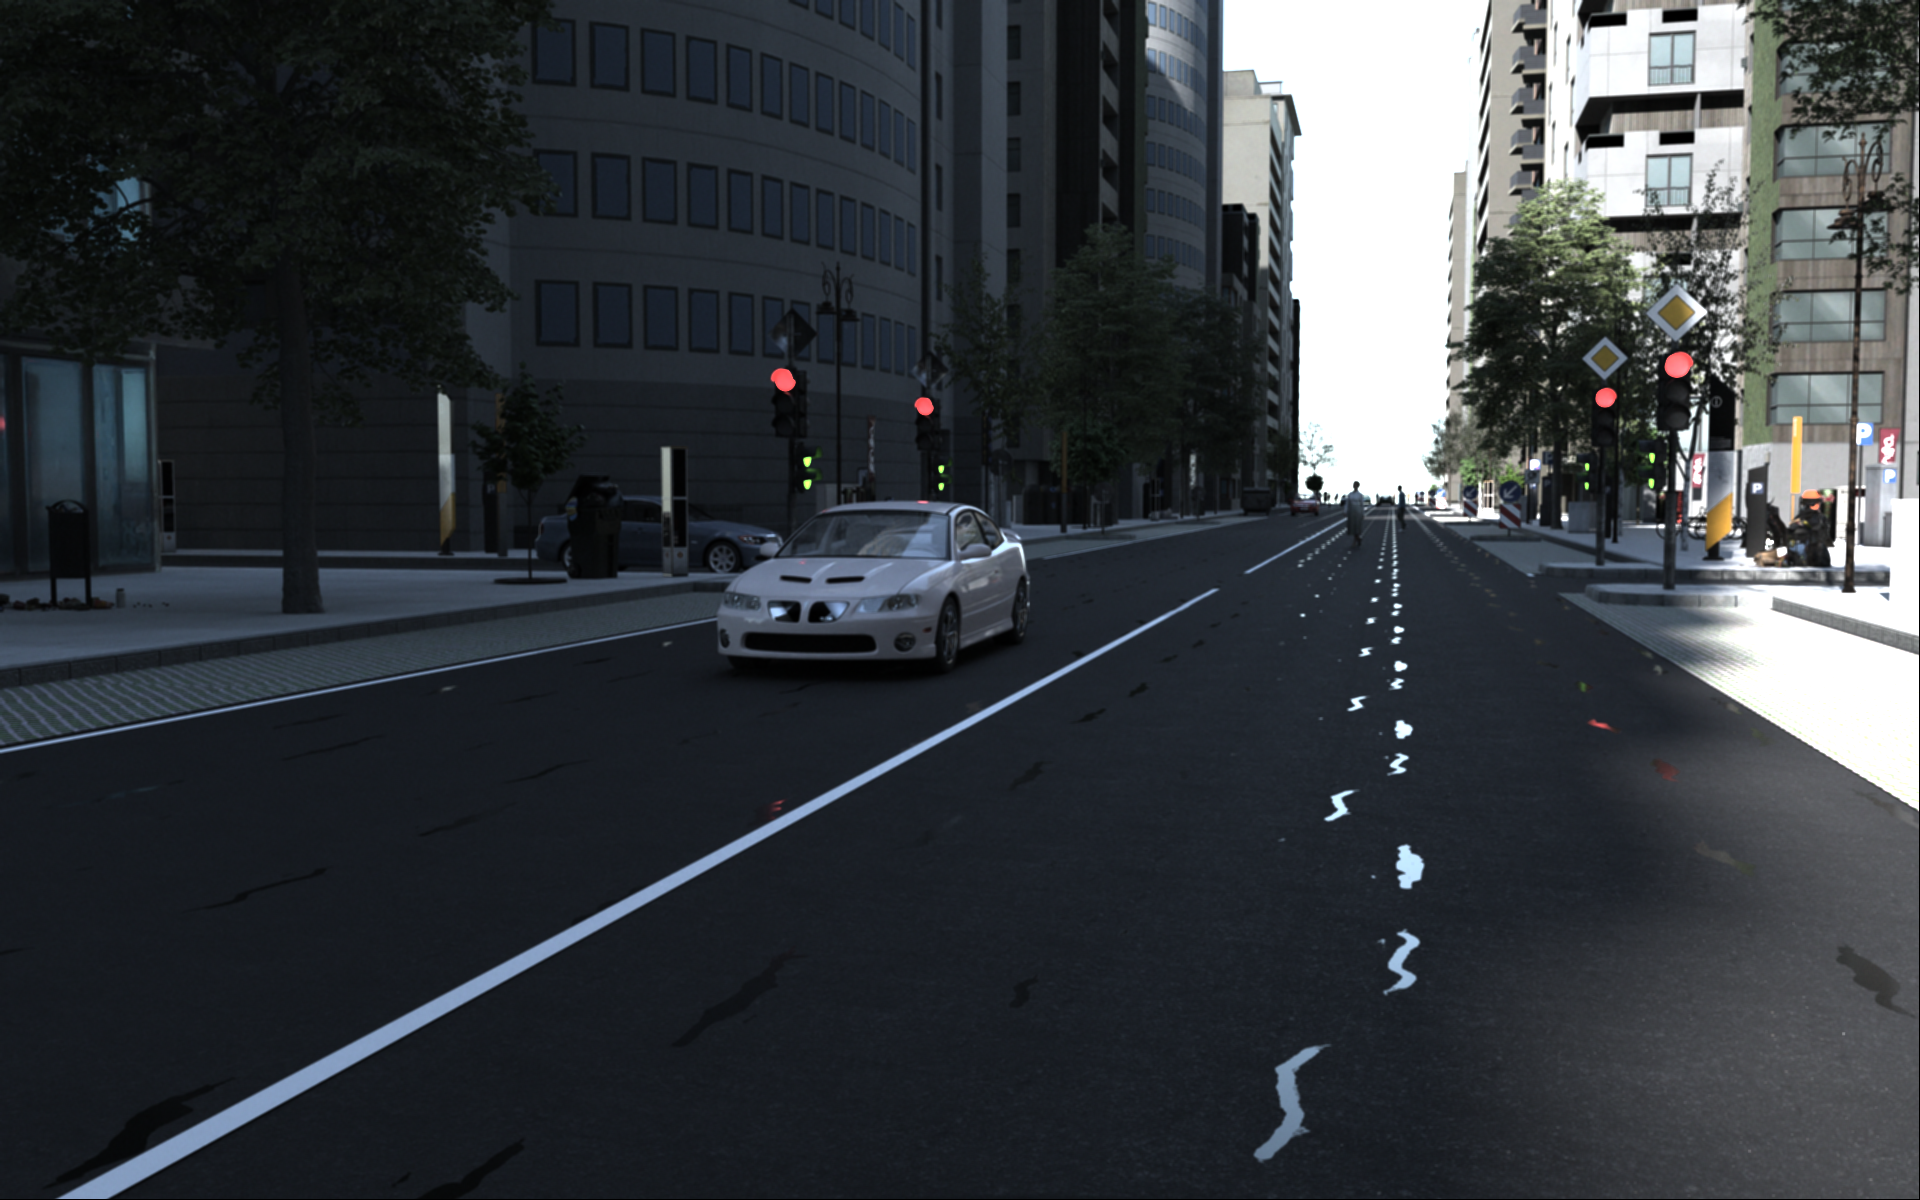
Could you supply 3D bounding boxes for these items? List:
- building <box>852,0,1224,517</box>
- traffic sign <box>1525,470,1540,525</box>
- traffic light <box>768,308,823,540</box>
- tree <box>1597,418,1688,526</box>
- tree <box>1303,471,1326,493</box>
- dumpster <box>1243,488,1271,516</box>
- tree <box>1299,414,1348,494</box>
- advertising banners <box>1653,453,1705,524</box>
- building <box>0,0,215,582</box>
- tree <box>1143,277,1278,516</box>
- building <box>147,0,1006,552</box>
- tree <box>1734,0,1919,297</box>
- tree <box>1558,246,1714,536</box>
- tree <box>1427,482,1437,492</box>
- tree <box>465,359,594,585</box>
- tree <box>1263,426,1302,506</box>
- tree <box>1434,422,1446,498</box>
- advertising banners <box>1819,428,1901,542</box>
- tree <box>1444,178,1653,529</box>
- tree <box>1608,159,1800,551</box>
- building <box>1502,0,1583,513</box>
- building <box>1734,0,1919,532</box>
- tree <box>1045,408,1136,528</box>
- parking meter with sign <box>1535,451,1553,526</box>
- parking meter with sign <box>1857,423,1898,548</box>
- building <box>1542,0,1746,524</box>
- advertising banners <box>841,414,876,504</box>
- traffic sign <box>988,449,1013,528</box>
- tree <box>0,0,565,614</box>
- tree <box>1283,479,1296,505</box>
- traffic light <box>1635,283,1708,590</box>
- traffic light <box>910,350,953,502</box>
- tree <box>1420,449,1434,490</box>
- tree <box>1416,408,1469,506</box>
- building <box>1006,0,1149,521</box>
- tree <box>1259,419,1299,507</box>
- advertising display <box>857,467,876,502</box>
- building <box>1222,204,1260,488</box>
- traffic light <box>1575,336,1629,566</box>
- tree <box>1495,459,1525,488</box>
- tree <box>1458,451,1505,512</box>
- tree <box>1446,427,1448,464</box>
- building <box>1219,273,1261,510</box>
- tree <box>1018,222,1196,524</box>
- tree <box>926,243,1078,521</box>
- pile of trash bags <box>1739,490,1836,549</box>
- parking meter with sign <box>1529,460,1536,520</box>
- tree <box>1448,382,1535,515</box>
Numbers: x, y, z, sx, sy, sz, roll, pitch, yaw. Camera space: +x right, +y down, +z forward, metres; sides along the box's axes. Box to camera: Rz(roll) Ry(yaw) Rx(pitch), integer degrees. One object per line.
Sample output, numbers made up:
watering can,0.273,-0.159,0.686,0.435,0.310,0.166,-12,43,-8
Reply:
building,6.858,-35.568,123.533,21.231,58.520,28.212,1,4,14
traffic sign,23.672,-4.256,71.718,0.606,2.300,0.079,1,4,15
traffic light,-2.528,-2.278,26.166,0.839,4.253,0.868,1,4,14
tree,27.532,-5.276,69.980,4.285,4.588,4.351,0,3,0
tree,51.519,-16.372,251.392,4.285,4.588,4.351,0,3,0
dumpster,19.669,-6.517,114.760,1.865,1.857,1.264,1,4,14
tree,53.426,-21.509,262.034,12.009,13.543,11.850,0,3,0
advertising banners,31.072,-4.809,74.809,2.074,3.025,0.090,0,4,7
building,-27.777,-24.536,20.772,30.456,49.044,23.786,1,4,14
tree,13.336,-11.915,101.468,9.857,13.997,8.962,0,3,0
building,-11.852,-31.151,51.319,21.231,58.520,28.212,1,4,14
tree,10.622,-4.898,14.495,8.767,10.594,7.601,2,4,28
tree,20.275,-6.233,52.280,4.737,8.622,4.395,0,3,0
tree,67.521,-15.467,247.480,1.663,3.219,1.824,0,3,0
tree,-6.353,-1.859,24.989,1.663,3.219,1.824,0,3,0
tree,33.684,-14.190,182.363,4.737,8.622,4.395,0,3,0
tree,39.072,-11.207,133.593,4.360,8.622,3.978,0,3,0
advertising banners,23.785,-3.041,45.911,2.074,3.025,0.090,0,4,8
tree,21.441,-8.862,63.018,7.486,12.596,7.792,0,3,0
tree,16.639,-5.437,39.265,4.360,8.622,3.978,0,3,0
building,50.623,-28.603,122.276,22.147,44.769,28.867,1,4,14
building,33.657,-17.504,57.886,14.160,30.474,14.107,1,4,14
tree,4.962,-5.031,65.963,4.285,4.588,4.351,0,3,0
parking meter with sign,23.606,-4.486,69.612,0.543,3.016,1.738,2,4,23
parking meter with sign,22.143,-2.777,41.665,0.543,3.016,1.738,0,4,-4
building,44.157,-30.342,85.334,28.713,52.752,27.495,1,4,14
advertising banners,-2.167,-2.532,37.584,0.090,3.025,2.074,1,4,17
traffic sign,1.120,-2.970,48.668,0.768,2.556,0.104,1,4,23
tree,-7.278,-6.106,17.965,7.486,12.596,7.792,0,3,0
tree,38.835,-12.900,205.513,1.663,3.219,1.824,0,3,0
traffic light,9.518,-2.096,23.184,0.839,4.253,0.868,1,4,14
traffic light,-0.593,-2.752,33.914,0.839,4.253,0.868,1,4,14
tree,59.372,-16.103,213.646,4.360,8.622,3.978,0,3,0
tree,53.217,-15.462,187.223,8.767,10.594,7.601,3,5,45
building,1.434,-19.261,86.620,14.160,30.474,14.107,1,4,14
tree,31.681,-13.529,171.566,4.360,8.622,3.978,0,3,0
advertising display,-2.267,-2.246,41.937,0.123,1.923,0.974,-1,4,-23
building,22.149,-24.515,172.528,14.160,30.474,14.107,1,4,14
traffic light,11.454,-2.569,30.932,0.839,4.253,0.868,1,4,14
tree,30.107,-6.141,95.012,1.663,3.219,1.824,0,3,0
tree,37.699,-8.660,125.303,4.285,4.588,4.351,0,3,0
tree,34.913,-10.123,115.871,4.360,8.622,3.978,0,3,0
building,11.411,-18.830,152.904,27.650,21.520,28.899,1,4,14
tree,6.289,-9.490,73.286,7.486,12.596,7.792,0,3,0
tree,1.185,-6.189,51.557,4.737,8.622,4.395,0,3,0
pile of trash bags,20.186,-1.963,41.850,1.912,1.369,3.447,3,5,39
parking meter with sign,28.904,-5.575,87.412,0.543,3.016,1.738,2,4,23
tree,33.278,-9.622,107.683,4.360,8.622,3.978,0,3,0
